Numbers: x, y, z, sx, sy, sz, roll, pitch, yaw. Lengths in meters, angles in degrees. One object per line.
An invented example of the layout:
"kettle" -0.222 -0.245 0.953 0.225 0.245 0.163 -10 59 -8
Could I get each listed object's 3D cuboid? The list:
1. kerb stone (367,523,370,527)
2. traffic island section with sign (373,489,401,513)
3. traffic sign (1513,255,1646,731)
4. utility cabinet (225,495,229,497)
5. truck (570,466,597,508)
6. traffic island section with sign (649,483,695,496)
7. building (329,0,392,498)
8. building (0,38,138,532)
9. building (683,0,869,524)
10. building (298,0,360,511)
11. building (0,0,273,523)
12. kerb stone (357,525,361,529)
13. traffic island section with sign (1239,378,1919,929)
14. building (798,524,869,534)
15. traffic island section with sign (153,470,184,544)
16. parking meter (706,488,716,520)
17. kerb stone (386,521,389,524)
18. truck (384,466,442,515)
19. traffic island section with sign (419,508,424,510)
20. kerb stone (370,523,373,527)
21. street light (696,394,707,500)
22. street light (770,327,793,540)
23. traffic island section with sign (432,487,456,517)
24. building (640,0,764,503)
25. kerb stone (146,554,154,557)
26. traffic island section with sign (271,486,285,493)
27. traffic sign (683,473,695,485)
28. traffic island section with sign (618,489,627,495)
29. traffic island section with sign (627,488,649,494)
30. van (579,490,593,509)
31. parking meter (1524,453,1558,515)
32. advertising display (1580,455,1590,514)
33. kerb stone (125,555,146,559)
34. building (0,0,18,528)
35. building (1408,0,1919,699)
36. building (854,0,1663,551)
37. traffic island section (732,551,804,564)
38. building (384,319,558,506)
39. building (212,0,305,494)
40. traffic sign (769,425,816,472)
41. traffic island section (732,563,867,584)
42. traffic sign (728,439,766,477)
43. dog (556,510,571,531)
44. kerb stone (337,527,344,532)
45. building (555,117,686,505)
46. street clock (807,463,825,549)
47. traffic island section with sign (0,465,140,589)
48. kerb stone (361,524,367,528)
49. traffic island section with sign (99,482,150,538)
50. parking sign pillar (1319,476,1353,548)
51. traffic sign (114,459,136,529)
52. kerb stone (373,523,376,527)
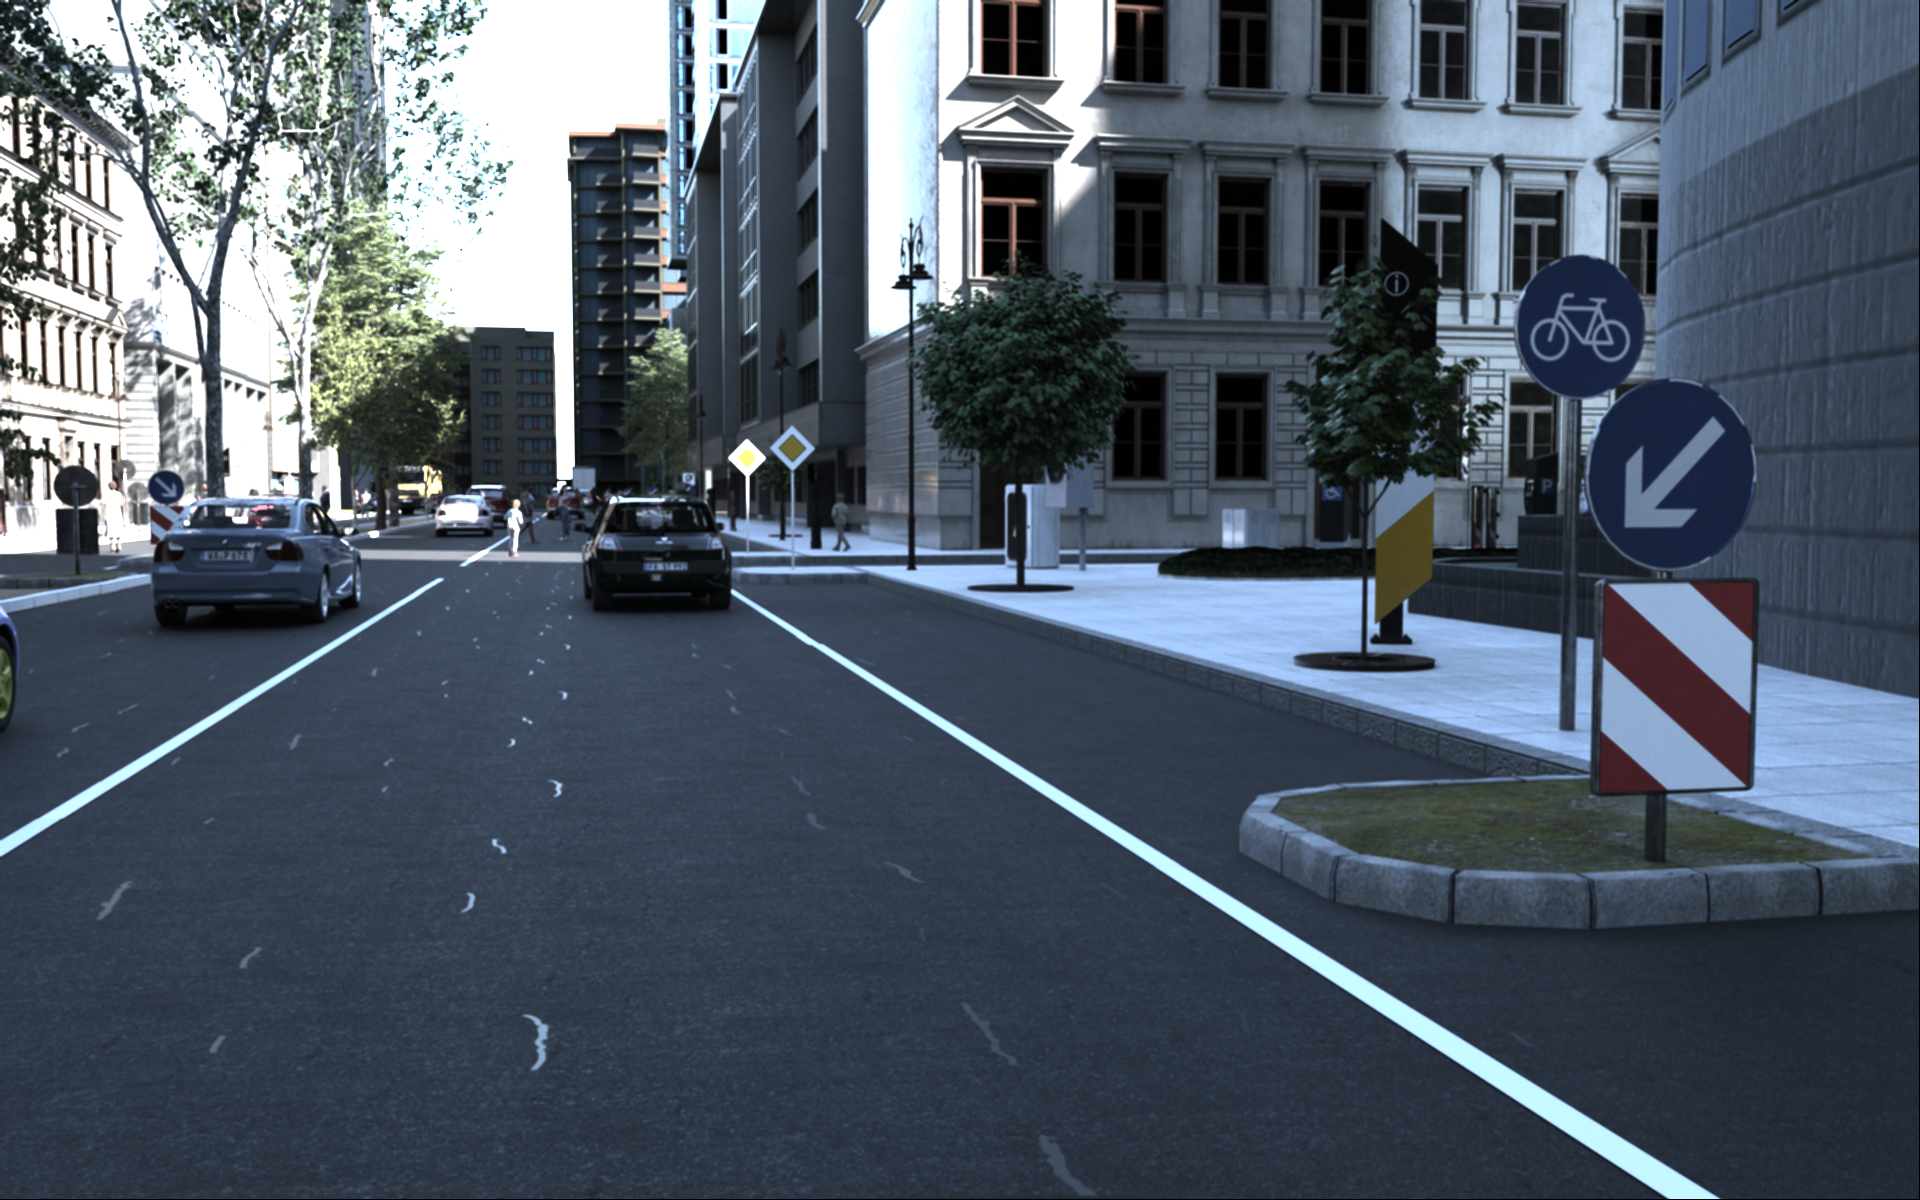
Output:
"kerb stone" -25.218 -3.131 73.381 0.120 0.150 1.000 -1 4 -12
"traffic island section with sign" -43.824 -7.591 132.735 1.989 1.847 2.006 -1 4 -12
"traffic sign" 3.303 -0.565 9.344 0.768 2.556 0.104 -1 4 -11
"utility cabinet" -34.944 -4.360 82.453 0.306 1.237 1.020 -1 4 -22
"truck" -38.983 -11.652 179.429 2.839 4.237 11.283 -1 4 -12
"traffic island section with sign" -9.924 -3.243 61.643 1.989 1.847 2.006 -1 4 -12
"building" -68.054 -34.968 160.972 27.495 52.752 28.713 -1 4 -12
"building" -38.477 -12.222 64.456 10.561 19.102 19.286 -1 4 -12
"building" -7.445 -17.035 97.587 14.314 24.678 30.058 -1 4 -12
"building" -57.044 -27.902 139.789 14.154 41.232 14.086 -1 4 -12
"building" -43.772 -19.026 88.566 11.434 29.767 29.804 -1 4 -12
"kerb stone" -24.555 -2.947 70.385 0.120 0.150 1.000 -1 4 -12
"traffic island section with sign" 2.180 0.118 6.694 1.989 1.847 2.006 -1 4 -12
"building" -0.411 -15.215 67.834 14.314 24.678 30.058 -1 4 -12
"traffic island section with sign" -15.507 -1.594 34.198 2.006 1.907 1.989 -1 4 -12
"parking meter" -10.549 -3.974 73.380 0.372 1.533 0.369 0 3 0
"kerb stone" -27.418 -3.743 83.399 0.120 0.150 1.000 -1 4 -12
"truck" -38.163 -7.667 121.278 3.469 3.379 9.791 -1 4 -10
"traffic island section with sign" -49.630 -9.201 159.060 1.989 1.847 2.006 -1 4 -12
"kerb stone" -25.436 -3.191 74.382 0.120 0.150 1.000 -1 4 -12
"street light" -11.800 -6.500 79.070 0.468 5.910 1.993 -1 4 -12
"street light" -4.958 -4.612 48.189 0.468 5.910 1.993 -1 4 -12
"traffic island section with sign" -31.678 -6.082 107.582 2.006 1.907 1.989 -1 4 -12
"building" -19.859 -52.405 169.501 22.319 86.520 31.000 -1 4 -12
"kerb stone" -17.053 -0.864 36.321 0.120 0.150 1.000 -1 4 -12
"traffic island section with sign" -33.121 -4.617 84.116 1.989 1.847 2.006 -1 4 -12
"traffic sign" -13.103 -4.991 83.734 0.606 2.300 0.079 0 4 -8
"traffic island section with sign" -32.225 -9.435 162.891 1.989 1.847 2.006 -1 4 -12
"traffic island section with sign" -15.790 -4.870 88.256 1.989 1.847 2.006 -1 4 -12
"van" -36.719 -9.956 169.786 2.013 2.044 4.112 -1 4 -12
"parking meter" 8.225 -1.152 24.546 0.399 1.863 0.255 -1 4 -14
"advertising display" 10.316 -1.417 28.376 0.123 1.923 0.974 0 4 -6
"kerb stone" -16.836 -0.803 35.322 0.120 0.150 1.000 -1 4 -12
"building" -34.222 -12.309 43.059 13.314 21.916 24.055 -1 4 -12
"building" 16.612 -28.519 8.284 21.231 58.520 28.212 -1 4 -12
"building" 8.007 -12.808 45.565 21.152 22.565 11.583 -1 4 -12
"traffic island section" -4.485 -0.898 36.962 2.009 0.180 2.903 -1 4 -12
"building" -62.111 -21.874 202.674 28.899 21.520 27.650 -1 4 -12
"building" -50.369 -28.154 110.436 14.600 45.320 14.200 -1 4 -12
"traffic sign" -2.788 -1.644 29.076 0.795 2.593 0.064 -1 4 -12
"traffic island section" -2.767 -0.421 29.163 2.009 0.180 2.903 -1 4 -12
"traffic sign" -4.506 -2.121 36.875 0.795 2.593 0.064 -1 4 -12
"dog" -15.608 -3.145 68.265 0.800 0.831 0.513 -3 5 -43
"kerb stone" -23.672 -2.702 66.374 0.120 0.150 1.000 -1 4 -12
"building" -33.143 -33.644 204.711 28.867 44.769 22.147 -1 4 -12
"street clock" -3.365 -2.196 40.471 0.358 2.002 0.471 -2 4 -35
"traffic island section with sign" -13.924 -1.151 26.961 2.006 1.907 1.989 -1 4 -12
"kerb stone" -24.997 -3.069 72.381 0.120 0.150 1.000 -1 4 -12
"traffic island section with sign" -27.191 -2.969 57.178 1.989 1.847 2.006 -1 4 -12
"parking sign pillar" 6.591 -2.557 30.280 1.447 3.967 1.447 1 4 19
"traffic sign" -30.647 -3.882 63.569 0.768 2.556 0.104 0 4 -6
"kerb stone" -25.656 -3.254 75.394 0.120 0.150 1.000 -1 4 -12
